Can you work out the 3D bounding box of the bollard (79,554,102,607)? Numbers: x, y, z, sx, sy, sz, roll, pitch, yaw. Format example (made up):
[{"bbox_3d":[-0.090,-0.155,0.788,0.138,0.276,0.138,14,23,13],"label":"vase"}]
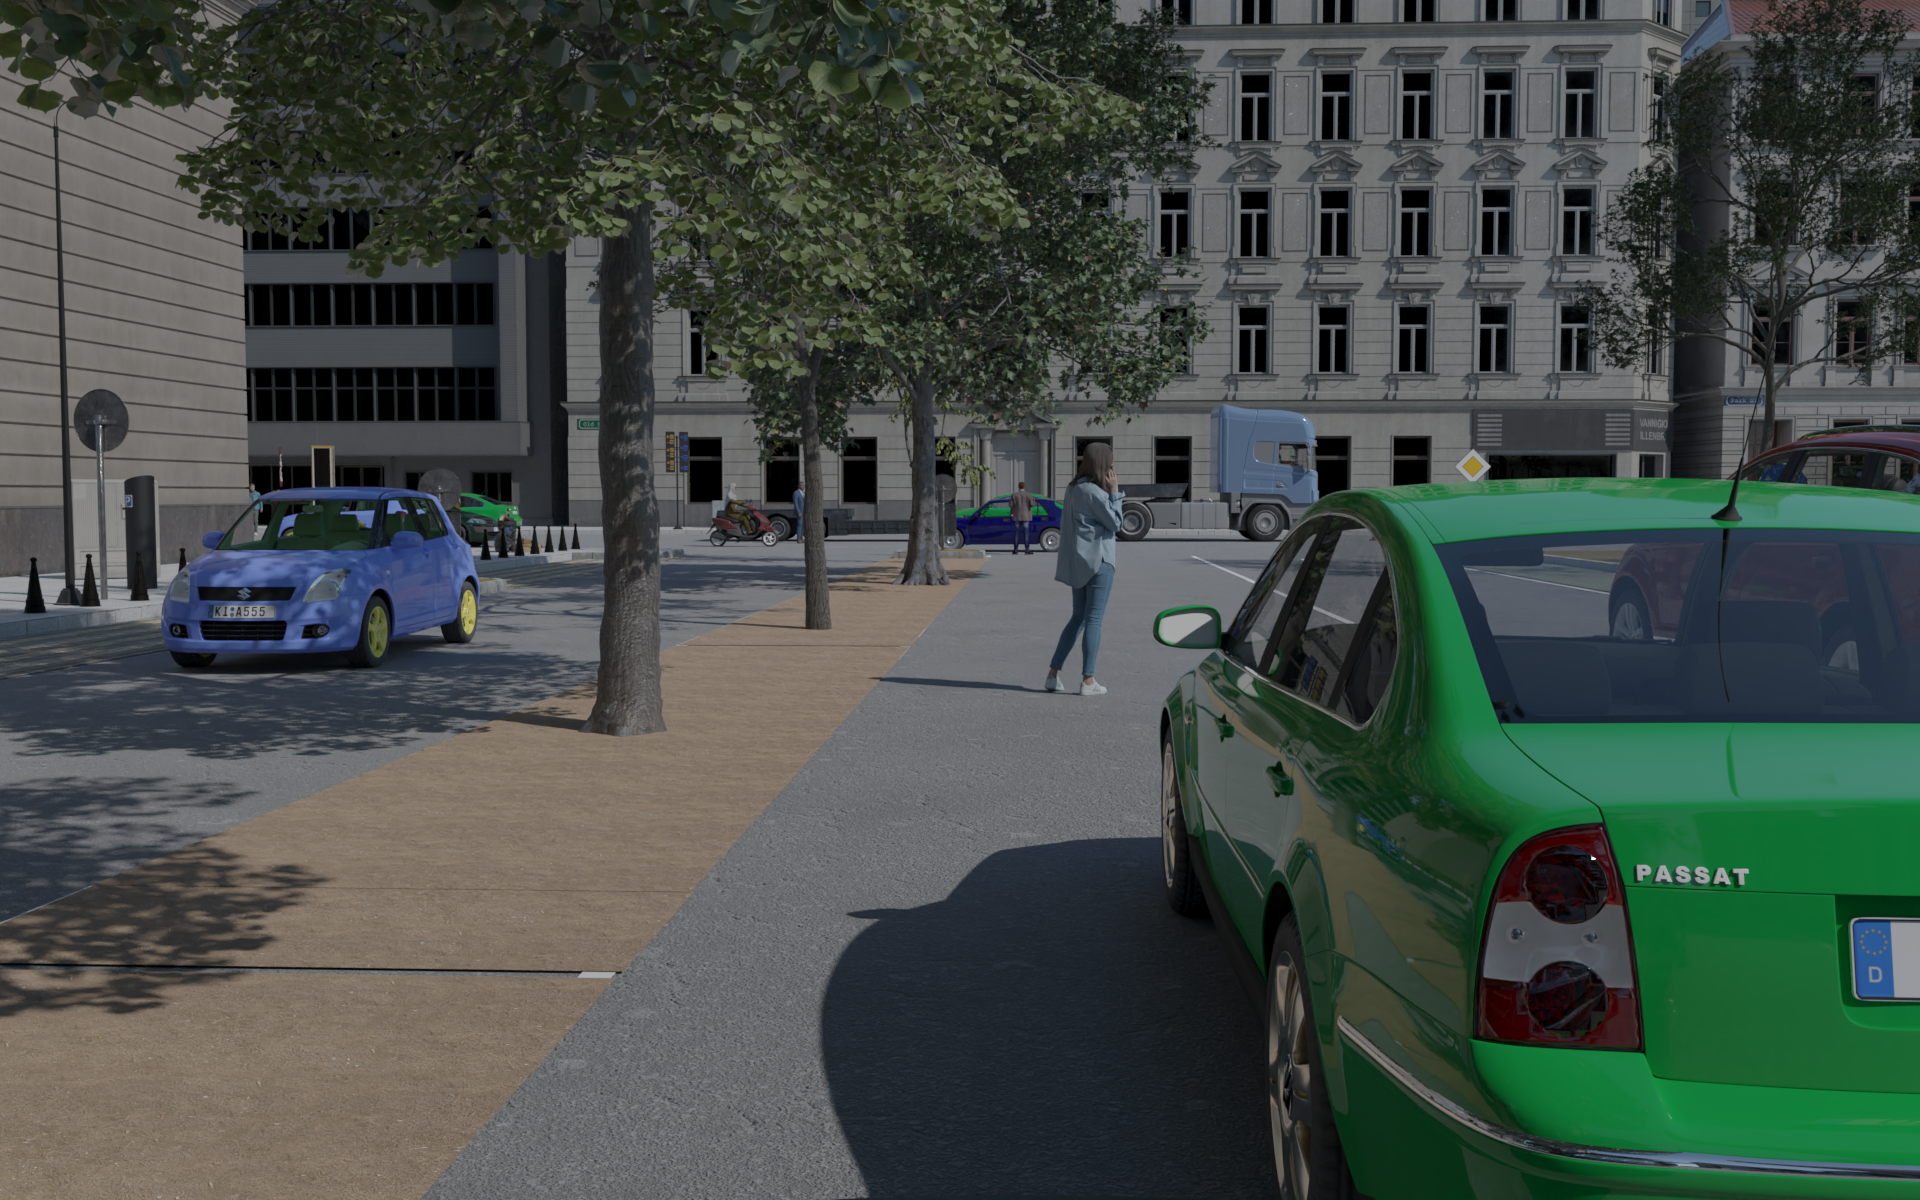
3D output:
[{"bbox_3d":[-9.931,-0.227,19.761,0.229,0.601,0.229,0,3,0],"label":"bollard"}]

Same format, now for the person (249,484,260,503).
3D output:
[{"bbox_3d":[-24.399,-3.115,59.777,0.601,1.785,0.444,-1,4,-15],"label":"person"}]

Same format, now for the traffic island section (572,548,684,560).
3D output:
[{"bbox_3d":[-7.437,-1.039,39.267,2.009,0.180,2.903,0,4,3],"label":"traffic island section"}]

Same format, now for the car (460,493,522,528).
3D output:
[{"bbox_3d":[-17.068,-2.997,57.796,4.718,1.807,1.959,0,4,1],"label":"car"}]

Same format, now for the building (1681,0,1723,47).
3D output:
[{"bbox_3d":[78.752,-45.334,179.456,20.611,71.187,20.563,0,4,3],"label":"building"}]

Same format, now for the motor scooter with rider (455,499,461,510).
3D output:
[{"bbox_3d":[-15.406,-2.623,51.852,1.986,1.779,0.876,0,4,5],"label":"motor scooter with rider"}]

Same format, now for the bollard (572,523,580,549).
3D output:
[{"bbox_3d":[-8.918,-1.476,40.179,0.229,0.601,0.229,0,3,0],"label":"bollard"}]

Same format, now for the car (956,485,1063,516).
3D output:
[{"bbox_3d":[1.719,-3.070,58.995,4.718,1.807,1.959,0,4,4],"label":"car"}]

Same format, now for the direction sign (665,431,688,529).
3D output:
[{"bbox_3d":[-10.258,-4.333,62.841,0.876,3.537,0.379,-2,4,-34],"label":"direction sign"}]

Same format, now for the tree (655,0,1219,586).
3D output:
[{"bbox_3d":[-0.575,-6.582,27.088,9.611,12.733,9.660,0,3,0],"label":"tree"}]

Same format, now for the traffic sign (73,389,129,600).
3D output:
[{"bbox_3d":[-10.401,-1.276,20.973,0.768,2.556,0.104,1,4,12],"label":"traffic sign"}]

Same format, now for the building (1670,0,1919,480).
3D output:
[{"bbox_3d":[39.070,-14.301,69.979,21.152,22.565,11.583,0,4,3],"label":"building"}]

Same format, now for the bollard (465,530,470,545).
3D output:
[{"bbox_3d":[-9.292,-1.016,32.648,0.229,0.601,0.229,0,3,0],"label":"bollard"}]

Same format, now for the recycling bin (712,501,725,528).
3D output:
[{"bbox_3d":[-8.972,-3.262,65.886,0.722,1.027,0.722,1,4,15],"label":"recycling bin"}]

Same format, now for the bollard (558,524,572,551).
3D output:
[{"bbox_3d":[-8.972,-1.410,39.090,0.229,0.601,0.229,0,3,0],"label":"bollard"}]

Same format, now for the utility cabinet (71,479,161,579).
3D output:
[{"bbox_3d":[-12.776,-1.072,26.208,1.173,1.500,0.318,-2,4,-34],"label":"utility cabinet"}]

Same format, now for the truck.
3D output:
[{"bbox_3d":[2.071,-3.862,52.894,18.799,4.110,2.967,0,4,1],"label":"truck"}]

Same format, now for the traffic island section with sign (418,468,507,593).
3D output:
[{"bbox_3d":[-7.795,-1.028,25.442,1.989,1.847,2.006,0,4,3],"label":"traffic island section with sign"}]

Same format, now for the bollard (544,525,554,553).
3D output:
[{"bbox_3d":[-9.023,-1.344,38.022,0.229,0.601,0.229,0,3,0],"label":"bollard"}]

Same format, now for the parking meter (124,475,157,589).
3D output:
[{"bbox_3d":[-11.076,-0.918,23.416,0.372,1.533,0.369,0,3,0],"label":"parking meter"}]

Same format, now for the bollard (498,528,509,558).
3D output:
[{"bbox_3d":[-9.180,-1.147,34.794,0.229,0.601,0.229,0,3,0],"label":"bollard"}]

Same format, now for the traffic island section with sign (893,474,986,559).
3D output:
[{"bbox_3d":[-0.432,-1.897,39.154,2.006,1.907,1.989,0,4,3],"label":"traffic island section with sign"}]

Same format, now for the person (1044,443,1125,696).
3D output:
[{"bbox_3d":[0.880,-0.220,12.361,0.793,1.790,0.793,2,4,32],"label":"person"}]

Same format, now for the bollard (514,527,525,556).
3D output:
[{"bbox_3d":[-9.129,-1.213,35.877,0.229,0.601,0.229,0,3,0],"label":"bollard"}]

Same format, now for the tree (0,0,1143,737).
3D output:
[{"bbox_3d":[-2.074,-5.497,10.457,7.486,12.596,7.792,0,3,0],"label":"tree"}]

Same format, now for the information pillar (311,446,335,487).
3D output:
[{"bbox_3d":[-9.727,-1.346,26.496,0.304,2.012,0.304,-1,4,-14],"label":"information pillar"}]

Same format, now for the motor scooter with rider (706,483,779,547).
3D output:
[{"bbox_3d":[-5.928,-2.330,47.054,1.986,1.779,0.876,0,4,2],"label":"motor scooter with rider"}]

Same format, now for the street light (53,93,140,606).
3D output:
[{"bbox_3d":[-9.758,-2.893,19.845,1.470,5.913,1.316,0,4,3],"label":"street light"}]

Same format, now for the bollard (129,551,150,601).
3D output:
[{"bbox_3d":[-9.879,-0.293,20.839,0.229,0.601,0.229,0,3,0],"label":"bollard"}]

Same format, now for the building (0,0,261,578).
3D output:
[{"bbox_3d":[-26.652,-14.185,29.183,25.104,27.353,12.463,0,4,3],"label":"building"}]

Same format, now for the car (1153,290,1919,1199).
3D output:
[{"bbox_3d":[1.531,0.263,4.500,1.959,1.807,4.718,0,4,2],"label":"car"}]

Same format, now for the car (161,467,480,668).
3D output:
[{"bbox_3d":[-5.599,-0.357,15.429,1.945,1.707,3.694,0,4,2],"label":"car"}]

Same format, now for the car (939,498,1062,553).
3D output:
[{"bbox_3d":[0.999,-1.880,43.321,3.894,1.354,1.945,0,4,3],"label":"car"}]

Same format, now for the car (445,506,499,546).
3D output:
[{"bbox_3d":[-14.589,-2.275,46.990,4.222,1.686,2.009,0,4,5],"label":"car"}]

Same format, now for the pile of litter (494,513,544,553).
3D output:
[{"bbox_3d":[-9.846,-1.508,38.628,1.176,0.858,1.719,0,4,5],"label":"pile of litter"}]

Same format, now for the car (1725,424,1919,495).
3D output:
[{"bbox_3d":[5.624,-0.106,10.401,2.281,1.827,5.304,0,4,1],"label":"car"}]

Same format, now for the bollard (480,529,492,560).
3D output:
[{"bbox_3d":[-9.239,-1.081,33.720,0.229,0.601,0.229,0,3,0],"label":"bollard"}]

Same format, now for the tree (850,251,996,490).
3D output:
[{"bbox_3d":[-0.870,-5.043,35.280,4.737,8.622,4.395,0,3,0],"label":"tree"}]

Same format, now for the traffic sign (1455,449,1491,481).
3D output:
[{"bbox_3d":[11.307,-2.117,38.256,0.795,2.450,0.064,0,4,3],"label":"traffic sign"}]

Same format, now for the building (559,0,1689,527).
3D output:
[{"bbox_3d":[6.569,-18.163,73.378,44.131,29.872,17.030,0,4,3],"label":"building"}]

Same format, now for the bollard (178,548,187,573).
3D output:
[{"bbox_3d":[-9.828,-0.359,21.907,0.229,0.601,0.229,0,3,0],"label":"bollard"}]

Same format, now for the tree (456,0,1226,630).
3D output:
[{"bbox_3d":[-1.455,-4.981,18.303,8.767,10.594,7.601,0,4,3],"label":"tree"}]

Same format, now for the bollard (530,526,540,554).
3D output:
[{"bbox_3d":[-9.074,-1.279,36.951,0.229,0.601,0.229,0,3,0],"label":"bollard"}]

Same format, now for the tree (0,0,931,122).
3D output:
[{"bbox_3d":[-2.131,-5.660,1.652,9.857,13.997,8.962,0,3,0],"label":"tree"}]

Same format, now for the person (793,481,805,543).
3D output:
[{"bbox_3d":[-4.647,-2.558,50.503,0.419,1.800,0.721,1,4,19],"label":"person"}]

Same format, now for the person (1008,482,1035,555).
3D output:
[{"bbox_3d":[1.470,-1.935,40.952,0.655,1.722,0.431,1,4,15],"label":"person"}]

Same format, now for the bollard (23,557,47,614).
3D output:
[{"bbox_3d":[-9.982,-0.161,18.677,0.229,0.601,0.229,0,3,0],"label":"bollard"}]

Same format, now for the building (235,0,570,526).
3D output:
[{"bbox_3d":[-30.916,-15.627,74.564,30.058,24.678,14.314,0,4,3],"label":"building"}]

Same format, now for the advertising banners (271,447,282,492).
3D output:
[{"bbox_3d":[-25.082,-4.125,63.625,0.090,3.025,2.074,-1,4,-10],"label":"advertising banners"}]

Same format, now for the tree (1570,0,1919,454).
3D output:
[{"bbox_3d":[14.064,-5.817,29.516,7.601,10.594,8.767,2,4,24],"label":"tree"}]
